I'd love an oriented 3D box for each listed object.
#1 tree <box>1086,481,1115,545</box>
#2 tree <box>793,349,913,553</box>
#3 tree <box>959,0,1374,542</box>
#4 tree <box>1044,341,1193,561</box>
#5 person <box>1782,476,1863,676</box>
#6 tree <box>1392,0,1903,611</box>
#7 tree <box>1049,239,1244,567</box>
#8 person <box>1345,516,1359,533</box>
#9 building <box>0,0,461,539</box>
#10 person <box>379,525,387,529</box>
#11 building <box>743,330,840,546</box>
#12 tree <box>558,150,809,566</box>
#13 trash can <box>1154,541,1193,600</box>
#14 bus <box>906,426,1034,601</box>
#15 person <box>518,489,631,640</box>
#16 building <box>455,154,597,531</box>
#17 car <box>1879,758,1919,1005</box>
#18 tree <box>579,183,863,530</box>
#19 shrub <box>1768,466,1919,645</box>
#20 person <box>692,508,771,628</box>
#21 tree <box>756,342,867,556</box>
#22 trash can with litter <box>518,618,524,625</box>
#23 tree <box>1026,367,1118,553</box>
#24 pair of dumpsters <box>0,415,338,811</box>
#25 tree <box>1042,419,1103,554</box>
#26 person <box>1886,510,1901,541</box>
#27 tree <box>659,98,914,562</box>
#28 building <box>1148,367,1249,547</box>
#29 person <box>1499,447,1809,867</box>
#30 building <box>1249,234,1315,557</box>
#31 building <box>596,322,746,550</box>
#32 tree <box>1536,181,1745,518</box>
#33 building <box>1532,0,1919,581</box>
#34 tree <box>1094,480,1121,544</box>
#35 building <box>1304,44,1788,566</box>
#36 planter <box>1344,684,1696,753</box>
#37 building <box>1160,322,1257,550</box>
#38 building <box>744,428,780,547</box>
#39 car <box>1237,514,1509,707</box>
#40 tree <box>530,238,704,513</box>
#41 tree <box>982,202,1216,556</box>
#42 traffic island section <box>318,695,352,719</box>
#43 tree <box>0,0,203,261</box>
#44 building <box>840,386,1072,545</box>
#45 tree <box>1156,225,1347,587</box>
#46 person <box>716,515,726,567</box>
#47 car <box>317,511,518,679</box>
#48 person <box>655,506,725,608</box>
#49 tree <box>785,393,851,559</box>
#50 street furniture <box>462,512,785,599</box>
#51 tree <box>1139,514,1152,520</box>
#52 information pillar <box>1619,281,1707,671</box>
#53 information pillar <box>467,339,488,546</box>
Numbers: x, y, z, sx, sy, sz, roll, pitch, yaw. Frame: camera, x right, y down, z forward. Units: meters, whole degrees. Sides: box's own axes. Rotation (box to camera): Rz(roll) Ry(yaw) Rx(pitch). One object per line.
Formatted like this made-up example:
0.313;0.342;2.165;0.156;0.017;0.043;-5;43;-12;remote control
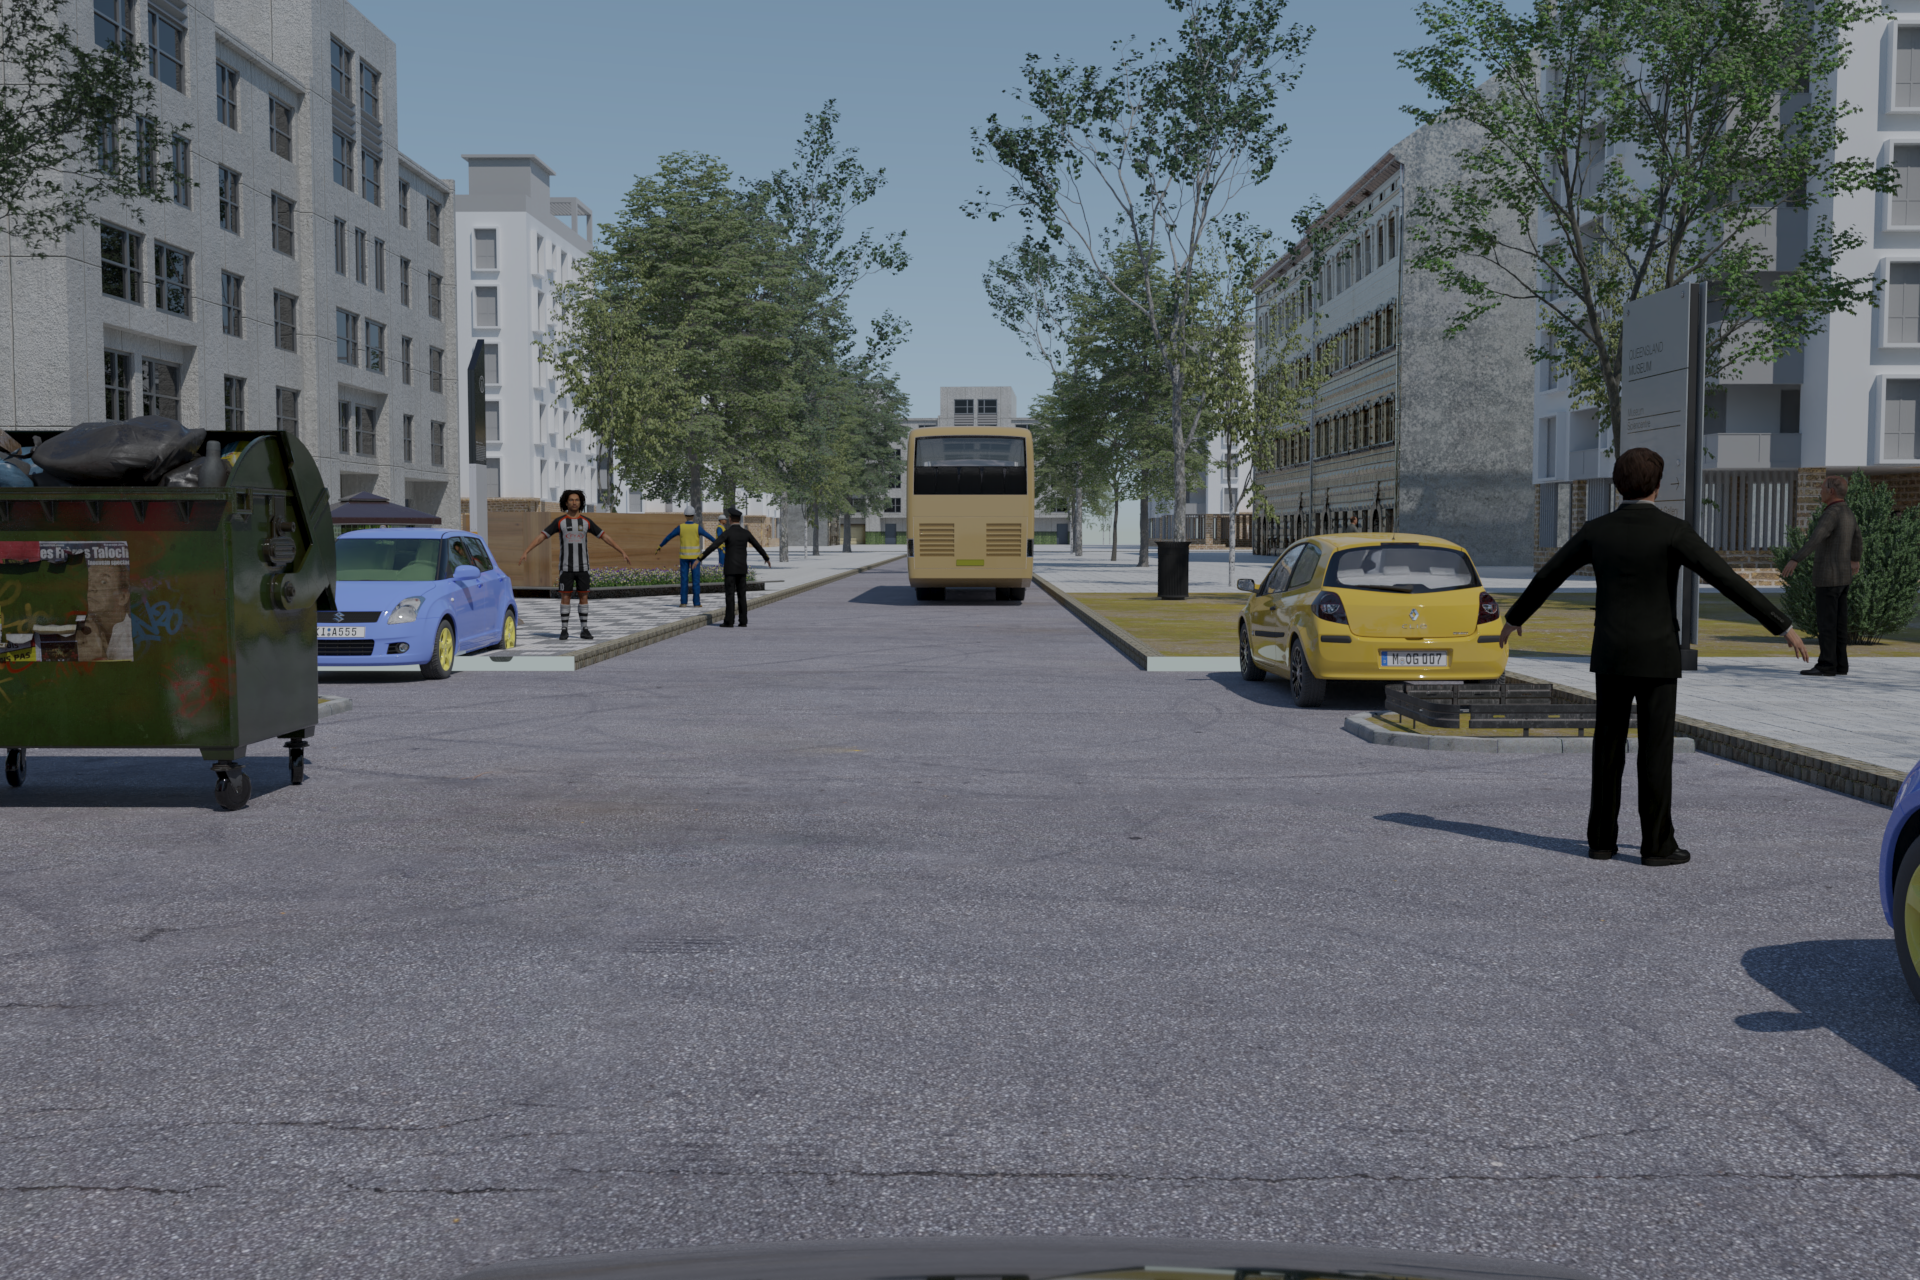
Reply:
17.662;-15.888;210.124;4.360;8.622;3.978;0;3;0;tree
-7.869;-12.958;118.522;9.857;13.997;8.962;0;3;0;tree
6.287;-12.129;54.195;12.611;20.169;13.585;0;3;0;tree
7.647;-9.032;82.088;7.601;10.594;8.767;-1;4;-10;tree
7.891;-0.584;15.725;1.348;1.807;0.705;-3;4;-39;person
11.050;-6.279;28.419;9.928;11.665;9.643;0;3;0;tree
7.196;-9.141;67.586;7.486;12.596;7.792;0;3;0;tree
11.520;-2.716;50.681;0.705;1.796;1.348;-1;4;-20;person
-28.604;-11.497;54.441;16.747;18.905;31.486;0;4;0;building
-17.442;-2.857;52.565;0.705;1.847;1.347;-2;4;-23;person
-23.087;-21.957;189.928;19.493;23.208;18.063;0;4;0;building
-8.401;-8.196;52.124;7.486;12.596;7.792;0;3;0;tree
4.148;-1.348;33.690;0.748;1.137;0.748;0;3;0;trash can
0.251;-2.971;40.124;2.896;3.916;12.252;0;4;0;bus
-4.692;-0.913;21.074;1.345;1.843;0.704;-1;4;-21;person
-26.092;-14.148;87.732;16.016;20.090;11.380;0;4;-1;building
3.650;0.350;3.875;1.945;1.707;3.694;0;4;1;car
-8.426;-9.517;62.259;9.857;13.997;8.962;0;3;0;tree
10.407;-0.991;20.239;1.661;2.075;1.752;0;3;0;shrub
-3.470;-1.116;26.639;1.347;1.837;0.705;-2;4;-35;person
-8.852;-11.237;101.859;7.486;12.596;7.792;0;3;0;tree
-6.428;-0.733;23.365;1.055;1.170;0.624;0;4;0;trash can with litter
7.494;-12.212;117.801;7.486;12.596;7.792;0;3;0;tree
-5.802;-0.268;9.325;4.436;2.255;1.574;0;4;0;pair of dumpsters
7.130;-9.803;110.643;4.360;8.622;3.978;0;3;0;tree
20.968;-1.997;38.792;1.346;1.812;0.704;-3;5;-44;person
-7.797;-13.526;77.046;12.611;20.169;13.585;0;3;0;tree
24.863;-19.917;182.061;16.016;20.090;11.380;0;4;1;building
2.972;0.065;7.588;1.347;1.806;0.705;3;5;42;person
27.232;-16.248;96.590;19.493;23.208;18.063;0;3;0;building
-24.555;-17.639;144.818;16.016;20.090;11.380;0;4;0;building
14.106;-5.235;35.958;4.737;8.622;4.395;0;3;0;tree
24.040;-12.153;55.116;16.016;20.090;11.380;0;4;1;building
18.792;-16.144;214.315;4.360;8.622;3.978;0;3;0;tree
26.715;-15.061;77.169;19.493;23.208;18.063;0;4;1;building
3.811;0.540;12.313;1.991;0.319;1.994;0;4;-1;planter
23.115;-18.251;154.828;16.016;20.090;11.380;0;3;0;building
-23.740;-19.025;167.474;16.016;20.090;11.380;0;4;1;building
3.618;-0.339;15.764;2.015;1.641;3.980;0;4;0;car
-8.787;-5.740;44.203;4.737;8.622;4.395;0;3;0;tree
8.104;-14.840;98.518;12.611;20.169;13.585;0;3;0;tree
-5.954;0.564;13.653;1.991;0.108;1.994;0;4;1;traffic island section
-11.772;-5.013;16.374;8.767;10.594;7.601;-2;4;-34;tree
-1.759;-21.138;214.525;31.486;18.905;16.747;0;4;4;building
6.826;-5.593;41.801;4.737;8.622;4.395;0;3;0;tree
-6.783;-2.670;49.623;0.705;1.833;1.349;0;4;1;person
-5.891;-0.526;18.190;1.945;1.707;3.694;0;4;0;car
-4.722;-1.459;30.312;1.216;1.772;0.721;0;4;-5;person
-7.702;-8.481;89.030;4.737;8.622;4.395;0;3;0;tree
-7.497;-1.907;38.041;9.812;1.723;11.010;2;4;28;street furniture
25.685;-18.058;213.382;7.486;12.596;7.792;0;3;0;tree
6.849;-1.569;16.977;0.184;3.620;1.656;0;4;0;information pillar
-5.741;-1.792;20.652;0.183;3.616;0.504;0;4;0;information pillar
